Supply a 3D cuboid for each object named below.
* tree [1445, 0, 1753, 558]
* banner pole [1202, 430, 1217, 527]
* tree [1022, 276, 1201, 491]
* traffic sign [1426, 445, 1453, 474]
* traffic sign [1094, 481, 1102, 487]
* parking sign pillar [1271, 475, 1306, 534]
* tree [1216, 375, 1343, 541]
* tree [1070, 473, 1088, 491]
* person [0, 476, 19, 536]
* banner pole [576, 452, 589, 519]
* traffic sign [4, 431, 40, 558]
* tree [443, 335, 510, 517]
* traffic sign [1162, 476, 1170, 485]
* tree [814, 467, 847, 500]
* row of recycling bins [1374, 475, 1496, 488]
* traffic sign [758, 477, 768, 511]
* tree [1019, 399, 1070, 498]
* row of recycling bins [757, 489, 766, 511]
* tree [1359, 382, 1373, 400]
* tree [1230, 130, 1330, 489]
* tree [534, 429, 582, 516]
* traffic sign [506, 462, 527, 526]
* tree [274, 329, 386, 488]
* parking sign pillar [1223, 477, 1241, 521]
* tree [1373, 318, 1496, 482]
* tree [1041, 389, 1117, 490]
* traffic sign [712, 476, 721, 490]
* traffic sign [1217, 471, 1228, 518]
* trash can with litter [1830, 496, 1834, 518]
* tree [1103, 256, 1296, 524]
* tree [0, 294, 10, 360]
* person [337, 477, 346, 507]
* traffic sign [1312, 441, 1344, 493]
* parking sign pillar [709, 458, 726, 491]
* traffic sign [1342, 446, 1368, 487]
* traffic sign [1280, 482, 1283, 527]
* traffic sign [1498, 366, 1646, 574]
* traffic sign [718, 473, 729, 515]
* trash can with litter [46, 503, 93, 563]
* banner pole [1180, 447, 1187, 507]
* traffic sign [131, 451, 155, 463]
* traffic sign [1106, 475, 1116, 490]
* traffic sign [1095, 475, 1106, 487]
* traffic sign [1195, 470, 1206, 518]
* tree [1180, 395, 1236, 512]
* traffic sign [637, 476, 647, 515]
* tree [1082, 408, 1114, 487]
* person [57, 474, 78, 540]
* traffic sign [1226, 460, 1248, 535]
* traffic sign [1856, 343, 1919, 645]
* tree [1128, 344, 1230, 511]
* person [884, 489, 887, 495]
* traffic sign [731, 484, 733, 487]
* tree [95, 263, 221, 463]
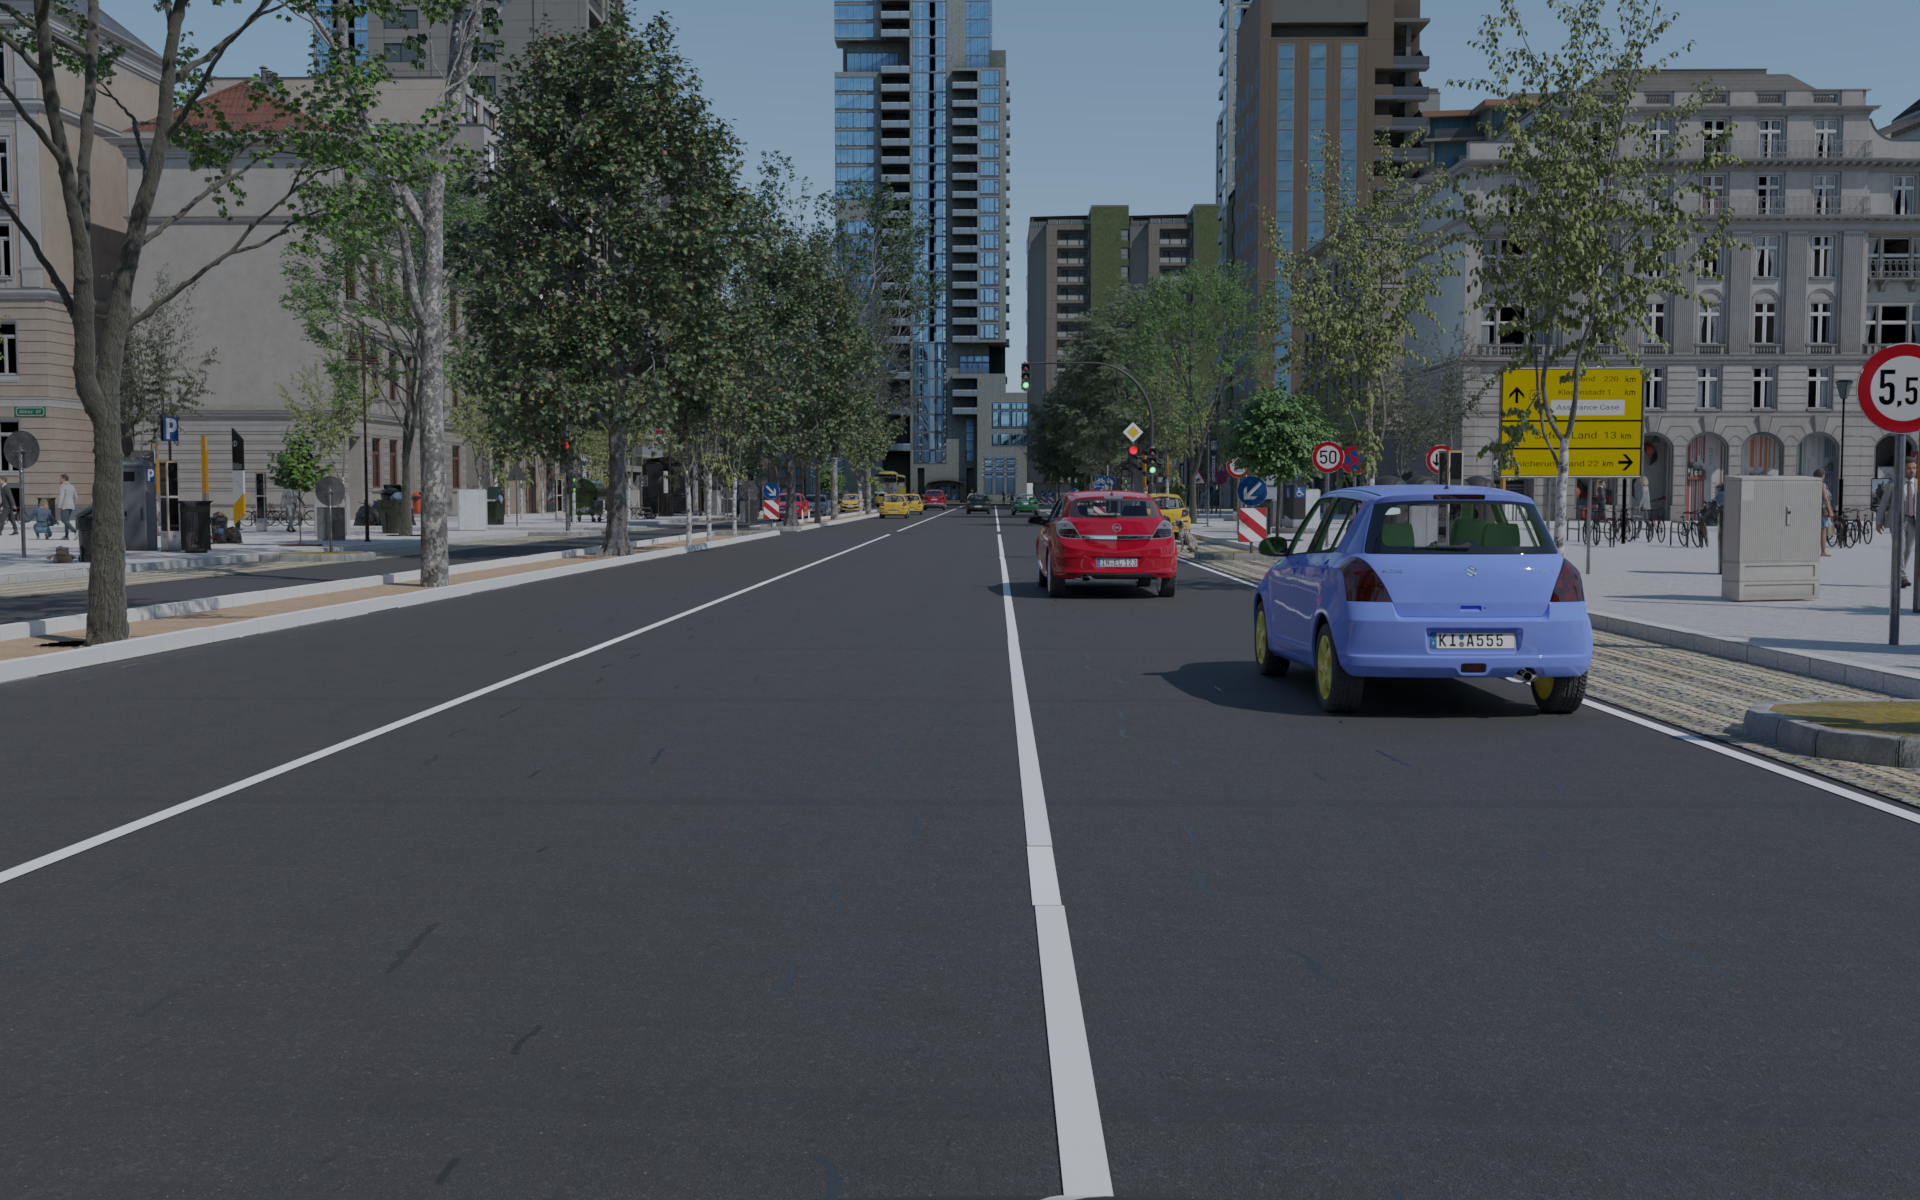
[{"bbox_3d":[8.365,-4.478,23.577,4.737,8.622,4.395,0,3,0],"label":"tree"},{"bbox_3d":[9.776,-4.732,67.384,0.401,3.779,0.863,-2,4,-25],"label":"banner pole"},{"bbox_3d":[9.955,-12.015,103.092,9.857,13.997,8.962,0,3,0],"label":"tree"},{"bbox_3d":[12.412,-2.731,44.759,0.768,2.556,0.104,0,4,5],"label":"traffic sign"},{"bbox_3d":[10.751,-8.170,133.689,0.768,2.556,0.104,1,4,9],"label":"traffic sign"},{"bbox_3d":[10.929,-4.167,56.607,1.447,3.967,1.447,0,4,-5],"label":"parking sign pillar"},{"bbox_3d":[8.795,-3.907,47.600,4.285,4.588,4.351,0,3,0],"label":"tree"},{"bbox_3d":[11.335,-10.338,163.625,1.663,3.219,1.824,0,3,0],"label":"tree"},{"bbox_3d":[-29.562,-2.921,53.574,0.755,1.850,0.659,-2,4,-24],"label":"person"},{"bbox_3d":[-19.763,-6.146,90.505,0.863,3.779,0.401,-2,4,-32],"label":"banner pole"},{"bbox_3d":[-18.847,-2.122,34.796,0.768,2.556,0.104,0,4,6],"label":"traffic sign"},{"bbox_3d":[-22.130,-7.925,79.938,4.737,8.622,4.395,0,3,0],"label":"tree"},{"bbox_3d":[14.035,-7.159,117.148,0.768,2.556,0.104,0,4,2],"label":"traffic sign"},{"bbox_3d":[-14.046,-12.598,189.694,4.285,4.588,4.351,0,3,0],"label":"tree"},{"bbox_3d":[10.649,-1.942,38.865,3.534,1.692,1.069,-2,4,-29],"label":"row of recycling bins"},{"bbox_3d":[-14.615,-7.840,128.291,0.768,2.556,0.104,0,4,7],"label":"traffic sign"},{"bbox_3d":[12.414,-18.813,217.962,12.009,13.543,11.850,0,3,0],"label":"tree"},{"bbox_3d":[-15.941,-7.613,131.588,1.069,1.692,3.534,2,4,29],"label":"row of recycling bins"},{"bbox_3d":[20.294,-7.842,78.584,4.360,8.622,3.978,0,3,0],"label":"tree"},{"bbox_3d":[7.886,-5.115,33.986,4.737,8.622,4.395,0,3,0],"label":"tree"},{"bbox_3d":[-24.254,-9.208,100.907,4.360,8.622,3.978,0,3,0],"label":"tree"},{"bbox_3d":[-17.556,-4.194,68.570,0.884,2.594,0.081,1,4,9],"label":"traffic sign"},{"bbox_3d":[-26.930,-7.604,74.692,4.737,8.622,4.395,0,3,0],"label":"tree"},{"bbox_3d":[13.206,-5.720,81.987,1.447,3.967,1.447,1,4,15],"label":"parking sign pillar"},{"bbox_3d":[20.132,-7.444,72.068,4.360,8.622,3.978,0,3,0],"label":"tree"},{"bbox_3d":[11.571,-13.258,151.182,8.767,10.594,7.601,-1,4,-19],"label":"tree"},{"bbox_3d":[-16.533,-7.204,117.888,0.768,2.556,0.104,0,4,2],"label":"traffic sign"},{"bbox_3d":[14.158,-5.753,94.173,0.768,2.556,0.104,0,4,2],"label":"traffic sign"},{"bbox_3d":[34.333,-3.552,69.136,1.678,1.210,2.233,-2,4,-26],"label":"trash can with litter"},{"bbox_3d":[10.233,-9.108,74.668,9.928,11.665,9.643,0,3,0],"label":"tree"},{"bbox_3d":[-26.773,-5.747,44.326,4.737,8.622,4.395,0,3,0],"label":"tree"},{"bbox_3d":[-18.587,-2.781,51.848,0.374,1.781,0.599,-1,4,-15],"label":"person"},{"bbox_3d":[8.860,-2.548,41.765,0.768,2.556,0.104,0,4,4],"label":"traffic sign"},{"bbox_3d":[-17.162,-8.158,121.854,1.447,3.967,1.447,1,4,22],"label":"parking sign pillar"},{"bbox_3d":[10.416,-2.791,45.739,0.768,2.556,0.104,0,4,6],"label":"traffic sign"},{"bbox_3d":[11.027,-3.626,59.392,0.768,2.556,0.104,0,4,5],"label":"traffic sign"},{"bbox_3d":[9.728,-2.065,27.629,2.265,3.308,0.079,0,4,3],"label":"traffic sign"},{"bbox_3d":[-14.445,-6.477,106.001,0.768,2.556,0.104,0,4,3],"label":"traffic sign"},{"bbox_3d":[-16.497,-1.288,32.443,1.055,1.170,0.624,-3,5,-42],"label":"trash can with litter"},{"bbox_3d":[11.814,-6.214,91.617,0.401,3.779,0.863,-1,4,-22],"label":"banner pole"},{"bbox_3d":[-19.413,-2.389,41.187,0.606,2.300,0.079,1,4,10],"label":"traffic sign"},{"bbox_3d":[10.122,-7.124,116.590,0.768,2.556,0.104,1,4,10],"label":"traffic sign"},{"bbox_3d":[9.436,-7.102,116.226,0.768,2.556,0.104,0,4,3],"label":"traffic sign"},{"bbox_3d":[12.976,-5.773,94.388,0.884,2.594,0.081,0,4,8],"label":"traffic sign"},{"bbox_3d":[17.442,-10.600,123.676,4.360,8.622,3.978,0,3,0],"label":"tree"},{"bbox_3d":[-17.580,-5.724,95.722,0.606,2.300,0.079,1,4,9],"label":"traffic sign"},{"bbox_3d":[10.506,-10.955,129.481,4.360,8.622,3.978,0,3,0],"label":"tree"},{"bbox_3d":[-24.741,-2.582,48.112,0.795,1.843,0.661,1,4,10],"label":"person"},{"bbox_3d":[8.751,-3.325,54.464,0.768,2.556,0.104,0,4,3],"label":"traffic sign"},{"bbox_3d":[7.956,-0.891,14.678,0.768,2.556,0.104,0,4,7],"label":"traffic sign"},{"bbox_3d":[10.525,-8.277,85.693,4.737,8.622,4.395,0,3,0],"label":"tree"},{"bbox_3d":[-5.494,-7.281,127.881,0.374,1.781,0.599,1,4,23],"label":"person"},{"bbox_3d":[-16.287,-7.617,124.642,0.768,2.556,0.104,0,4,8],"label":"traffic sign"},{"bbox_3d":[-26.042,-6.442,55.687,4.360,8.622,3.978,0,3,0],"label":"tree"}]
